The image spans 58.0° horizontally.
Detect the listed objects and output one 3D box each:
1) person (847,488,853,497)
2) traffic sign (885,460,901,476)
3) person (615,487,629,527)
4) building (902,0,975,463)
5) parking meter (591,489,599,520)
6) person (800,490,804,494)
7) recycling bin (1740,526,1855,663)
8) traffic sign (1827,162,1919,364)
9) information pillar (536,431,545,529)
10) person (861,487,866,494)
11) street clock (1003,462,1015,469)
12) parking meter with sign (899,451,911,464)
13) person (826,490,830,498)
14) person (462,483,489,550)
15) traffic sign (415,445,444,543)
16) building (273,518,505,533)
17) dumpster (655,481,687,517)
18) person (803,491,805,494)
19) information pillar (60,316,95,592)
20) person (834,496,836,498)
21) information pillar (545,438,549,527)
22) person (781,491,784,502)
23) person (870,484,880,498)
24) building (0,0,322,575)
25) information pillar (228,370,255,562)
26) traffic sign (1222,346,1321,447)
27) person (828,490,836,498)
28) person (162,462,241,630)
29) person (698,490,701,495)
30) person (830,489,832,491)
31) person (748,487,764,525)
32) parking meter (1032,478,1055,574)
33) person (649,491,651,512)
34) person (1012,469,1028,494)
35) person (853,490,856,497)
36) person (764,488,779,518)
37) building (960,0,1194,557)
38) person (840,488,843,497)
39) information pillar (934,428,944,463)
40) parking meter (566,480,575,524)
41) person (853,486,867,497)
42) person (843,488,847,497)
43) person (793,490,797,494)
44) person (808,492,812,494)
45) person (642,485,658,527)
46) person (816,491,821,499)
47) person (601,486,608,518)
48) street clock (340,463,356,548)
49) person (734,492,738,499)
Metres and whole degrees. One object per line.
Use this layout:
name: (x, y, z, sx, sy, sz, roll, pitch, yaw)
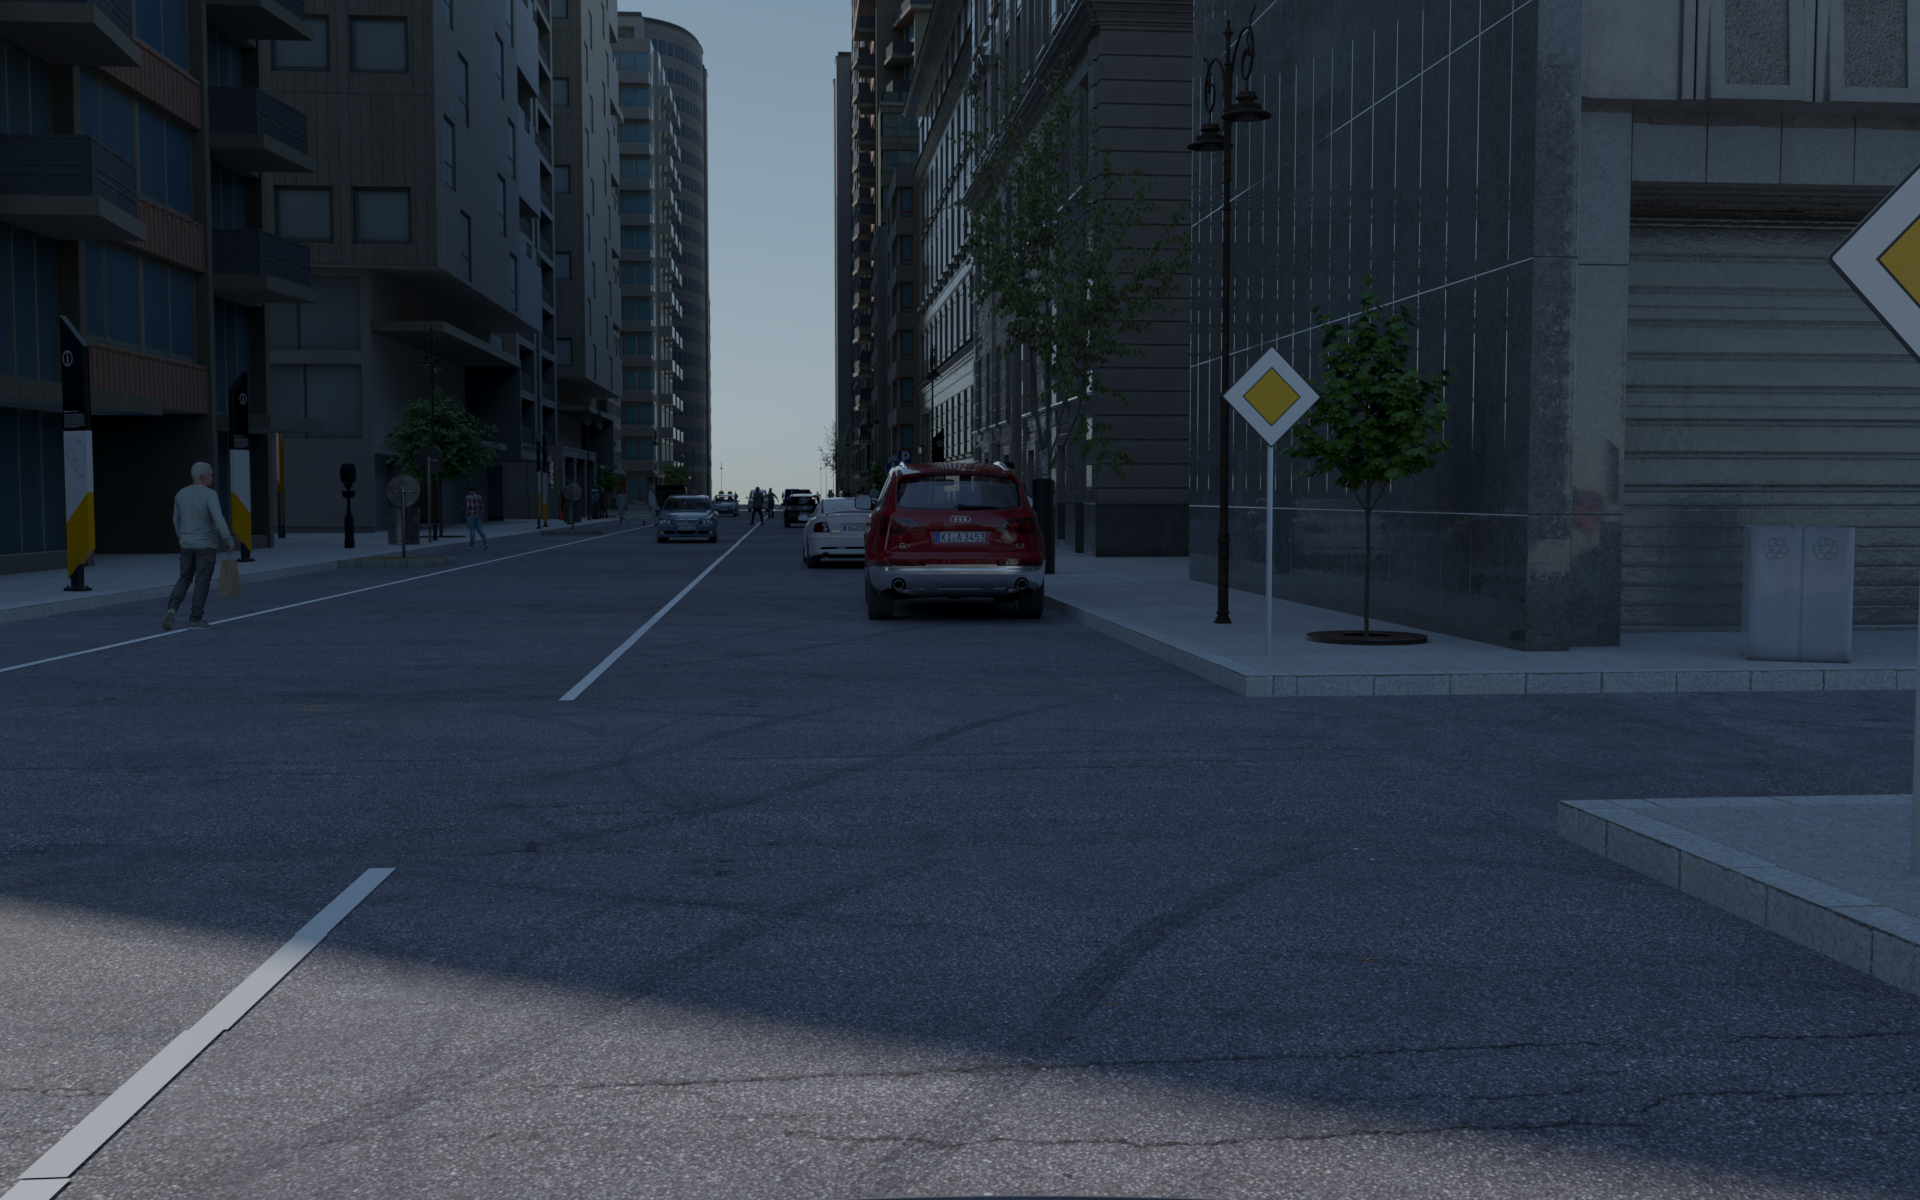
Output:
person: (-9.071, -8.377, 143.449, 0.568, 1.767, 0.683, 0, 4, 3)
traffic sign: (-2.408, -3.965, 64.926, 0.768, 2.556, 0.104, 0, 4, -2)
person: (-14.737, -4.063, 75.686, 0.760, 1.731, 0.466, 2, 4, 23)
building: (6.506, -14.760, 74.603, 16.112, 22.955, 30.059, 0, 4, -6)
parking meter: (-18.337, -4.807, 87.002, 0.372, 1.533, 0.369, 0, 3, 0)
person: (-14.518, -9.189, 158.703, 1.348, 1.831, 0.705, -3, 4, -36)
recycling bin: (6.527, -0.059, 13.523, 0.722, 1.027, 0.722, 1, 4, 20)
traffic sign: (3.246, -0.217, 5.741, 0.795, 2.593, 0.064, 0, 4, -6)
information pillar: (-15.547, -4.436, 63.884, 0.183, 3.616, 0.504, -1, 4, -20)
person: (-6.057, -6.335, 110.301, 0.721, 1.739, 1.217, 2, 4, 28)
street clock: (1.069, -2.099, 38.894, 0.358, 2.002, 0.471, -1, 4, -11)
parking meter with sign: (-1.730, -4.436, 68.790, 0.543, 3.016, 1.738, -2, 4, -35)
person: (-15.772, -12.374, 208.384, 0.705, 1.821, 1.348, 1, 4, 16)
person: (-12.501, -2.157, 44.609, 0.643, 1.720, 0.563, 3, 4, 36)
traffic sign: (-13.837, -2.755, 45.144, 0.768, 2.556, 0.104, 0, 4, 4)
building: (-31.457, -29.186, 66.433, 28.713, 52.752, 27.495, 0, 4, -6)
dumpster: (-18.177, -6.352, 108.814, 1.985, 2.255, 1.502, 0, 4, -5)
person: (-19.426, -12.673, 215.568, 0.709, 1.838, 0.599, 2, 4, 24)
information pillar: (-11.601, -1.921, 22.767, 0.504, 3.616, 0.183, 2, 4, 29)
person: (-15.032, -11.849, 202.991, 0.991, 1.433, 0.599, 0, 4, 3)
information pillar: (-16.192, -4.666, 67.640, 0.183, 3.616, 0.504, 0, 3, 0)
person: (-25.211, -14.547, 246.360, 0.705, 1.821, 1.348, 0, 4, 5)
person: (-3.959, -4.581, 81.427, 0.515, 1.767, 0.782, 3, 5, 44)
building: (-25.226, -23.020, 30.998, 22.147, 44.769, 28.867, 0, 4, -6)
information pillar: (-13.518, -2.519, 32.538, 0.183, 3.616, 0.504, 1, 4, 12)
traffic sign: (2.473, -0.703, 13.688, 0.795, 2.593, 0.064, 0, 4, -6)
person: (-13.285, -10.638, 180.502, 0.617, 1.759, 0.750, 2, 4, 29)
person: (-7.973, -0.566, 18.239, 0.782, 1.767, 0.515, 1, 4, 17)
person: (-27.858, -10.876, 184.584, 0.721, 1.743, 1.217, -2, 4, -33)
person: (-14.233, -11.322, 191.245, 0.705, 1.814, 1.350, 0, 4, 1)
person: (-9.400, -4.348, 79.991, 0.834, 1.777, 0.661, 3, 4, 37)
parking meter: (1.340, -1.185, 27.793, 0.372, 1.533, 0.369, 0, 3, 0)
person: (-21.332, -6.971, 120.461, 0.568, 1.767, 0.683, 0, 4, -7)
person: (1.106, -1.834, 36.210, 0.661, 1.801, 0.590, 2, 4, 35)
person: (-10.536, -10.257, 174.456, 0.721, 1.735, 1.217, -1, 4, -9)
person: (-11.358, -5.822, 103.779, 1.350, 1.814, 0.705, -3, 5, -42)
building: (7.186, -15.267, 46.875, 12.463, 27.353, 25.104, 0, 4, -6)
person: (-9.958, -8.596, 146.603, 0.705, 1.823, 1.348, -1, 4, -22)
information pillar: (-0.774, -4.283, 61.386, 0.504, 3.616, 0.183, 1, 4, 19)
parking meter: (-16.529, -4.144, 73.472, 0.255, 1.863, 0.399, -2, 4, -34)
person: (-6.364, -6.471, 111.858, 1.348, 1.822, 0.705, 0, 4, -8)
person: (-9.608, -8.493, 145.353, 0.683, 1.767, 0.568, 3, 5, 43)
person: (-11.886, -7.145, 125.844, 0.721, 1.766, 1.217, -2, 4, -27)
person: (-17.887, -12.062, 206.512, 0.742, 1.727, 0.445, 1, 4, 21)
person: (-13.310, -4.048, 74.563, 0.818, 1.842, 0.514, -1, 4, -22)
person: (-14.488, -10.221, 176.552, 0.756, 1.711, 0.436, -2, 4, -30)
person: (-19.264, -5.293, 93.508, 0.530, 1.710, 0.541, 0, 4, -4)
street clock: (-14.455, -2.226, 40.959, 0.358, 2.002, 0.471, 0, 4, 1)
person: (-29.949, -13.560, 230.740, 0.617, 1.759, 0.750, 1, 4, 15)
